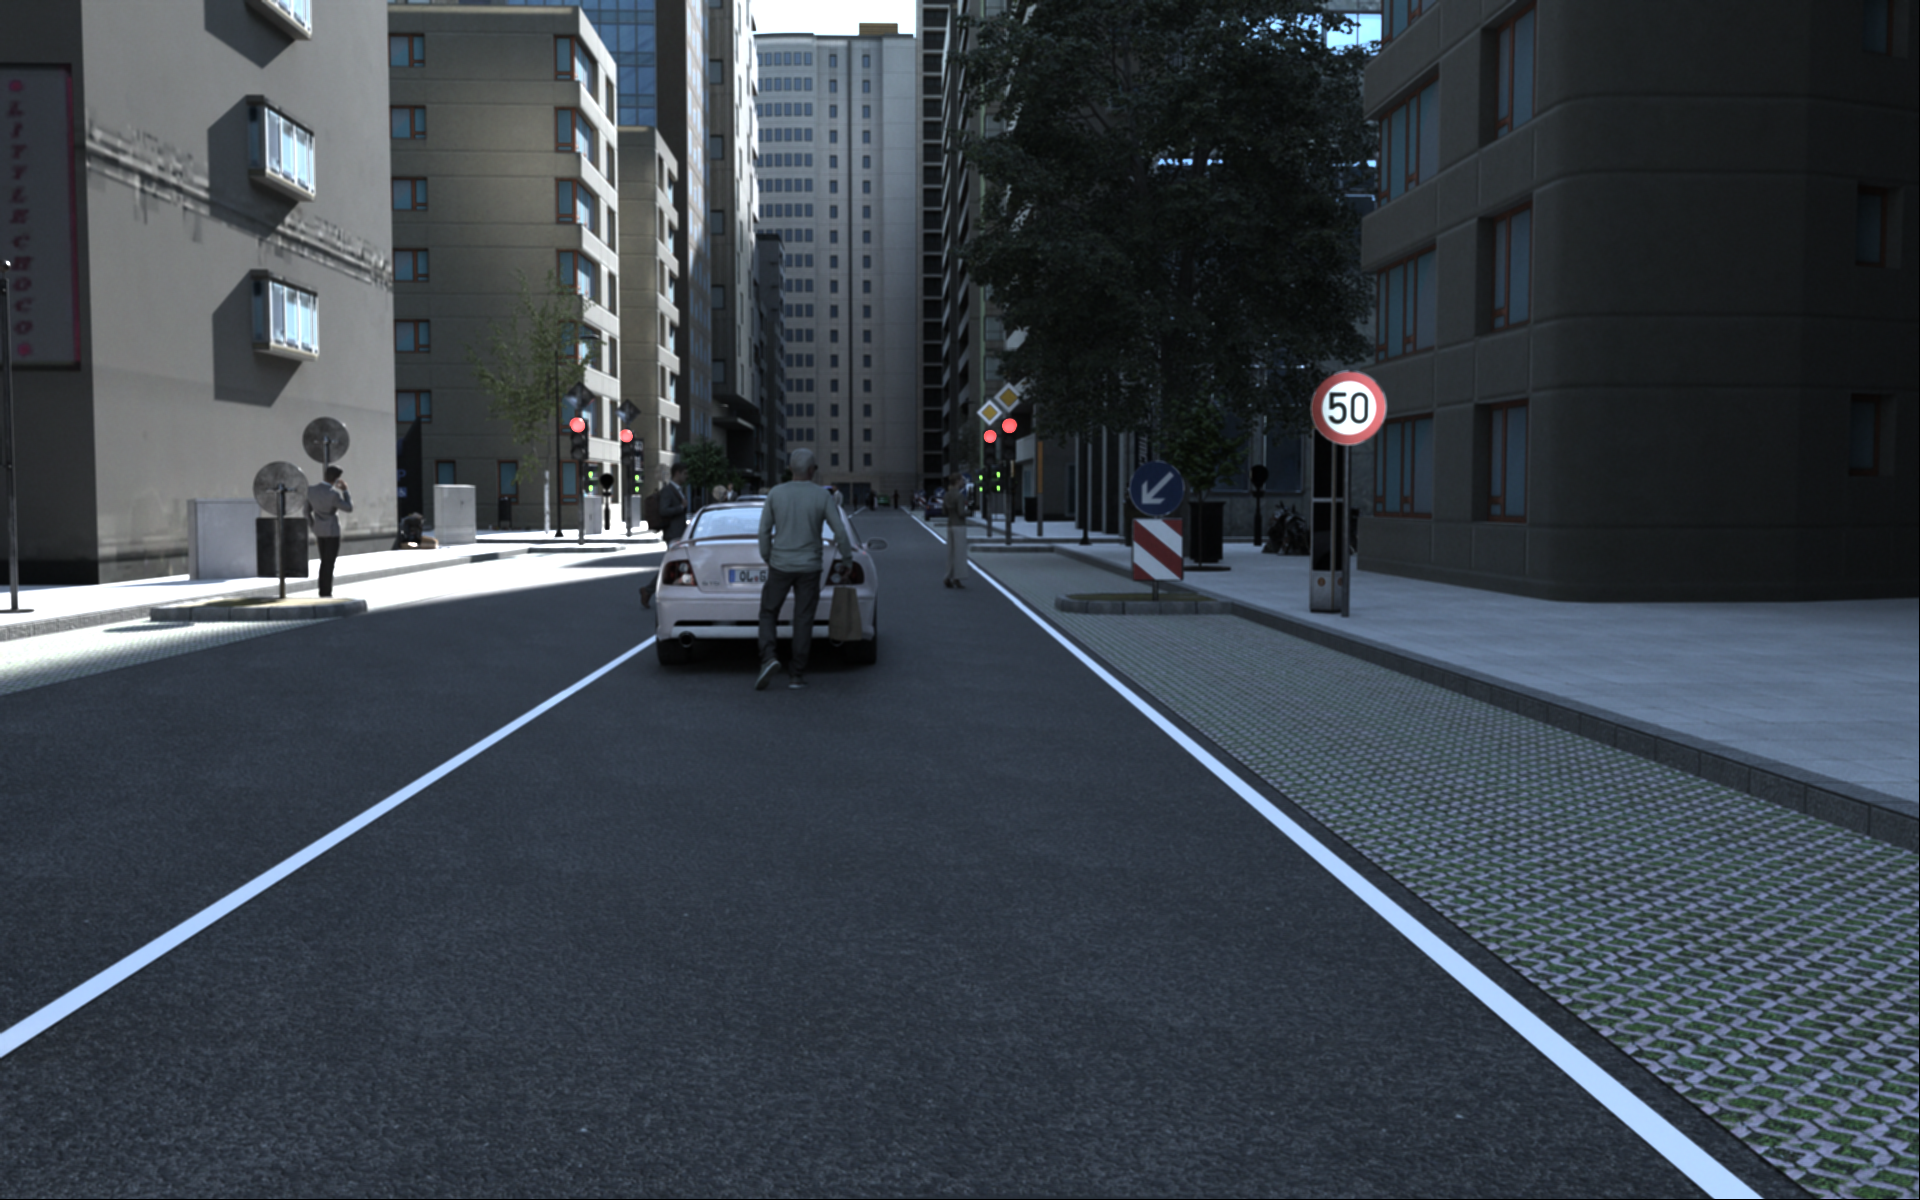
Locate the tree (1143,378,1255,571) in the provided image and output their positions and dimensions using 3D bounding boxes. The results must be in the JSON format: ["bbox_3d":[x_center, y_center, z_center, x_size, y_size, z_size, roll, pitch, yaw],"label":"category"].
[{"bbox_3d":[4.170,-2.108,29.062,1.663,3.219,1.824,0,3,0],"label":"tree"}]

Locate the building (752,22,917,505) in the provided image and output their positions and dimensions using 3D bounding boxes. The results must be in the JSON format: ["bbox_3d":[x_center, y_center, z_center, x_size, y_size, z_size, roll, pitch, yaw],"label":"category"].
[{"bbox_3d":[-19.746,-41.467,219.979,28.212,58.520,21.231,0,4,-2],"label":"building"}]

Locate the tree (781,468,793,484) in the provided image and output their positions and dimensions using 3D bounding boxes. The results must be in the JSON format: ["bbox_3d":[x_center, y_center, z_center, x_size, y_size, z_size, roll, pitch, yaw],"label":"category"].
[{"bbox_3d":[-17.596,-12.307,184.930,4.285,4.588,4.351,0,3,0],"label":"tree"}]

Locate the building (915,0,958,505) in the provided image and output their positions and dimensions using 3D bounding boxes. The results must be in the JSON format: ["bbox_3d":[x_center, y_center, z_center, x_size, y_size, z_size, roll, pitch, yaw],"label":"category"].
[{"bbox_3d":[4.650,-47.841,220.457,20.611,71.187,20.563,0,4,-2],"label":"building"}]

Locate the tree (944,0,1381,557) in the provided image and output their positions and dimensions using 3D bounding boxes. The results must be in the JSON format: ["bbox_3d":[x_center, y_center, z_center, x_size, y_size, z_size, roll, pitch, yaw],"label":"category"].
[{"bbox_3d":[4.359,-7.861,35.190,9.857,13.997,8.962,0,3,0],"label":"tree"}]

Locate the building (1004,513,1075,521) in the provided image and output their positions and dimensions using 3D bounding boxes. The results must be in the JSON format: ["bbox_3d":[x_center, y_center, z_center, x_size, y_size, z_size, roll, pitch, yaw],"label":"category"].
[{"bbox_3d":[13.698,-28.549,90.484,21.300,48.544,21.600,0,4,-2],"label":"building"}]

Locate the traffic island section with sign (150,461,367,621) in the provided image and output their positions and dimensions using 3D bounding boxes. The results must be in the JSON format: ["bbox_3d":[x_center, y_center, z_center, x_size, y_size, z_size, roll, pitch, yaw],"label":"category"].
[{"bbox_3d":[-8.148,-0.721,20.417,1.989,1.847,2.006,0,4,-2],"label":"traffic island section with sign"}]

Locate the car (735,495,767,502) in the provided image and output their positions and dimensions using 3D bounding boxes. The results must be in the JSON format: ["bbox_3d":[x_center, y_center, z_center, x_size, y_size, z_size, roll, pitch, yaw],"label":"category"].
[{"bbox_3d":[-6.360,-2.594,54.410,2.014,1.417,4.499,0,4,-3],"label":"car"}]

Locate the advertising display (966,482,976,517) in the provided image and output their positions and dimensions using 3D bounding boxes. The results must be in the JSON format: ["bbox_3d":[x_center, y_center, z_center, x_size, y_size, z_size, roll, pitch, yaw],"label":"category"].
[{"bbox_3d":[0.595,-5.569,96.264,0.123,1.923,0.974,-2,4,-28],"label":"advertising display"}]

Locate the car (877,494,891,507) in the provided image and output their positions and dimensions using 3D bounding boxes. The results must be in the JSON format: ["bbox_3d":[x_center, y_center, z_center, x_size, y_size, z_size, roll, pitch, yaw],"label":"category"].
[{"bbox_3d":[-8.857,-11.501,196.841,1.959,1.807,4.718,0,4,-2],"label":"car"}]

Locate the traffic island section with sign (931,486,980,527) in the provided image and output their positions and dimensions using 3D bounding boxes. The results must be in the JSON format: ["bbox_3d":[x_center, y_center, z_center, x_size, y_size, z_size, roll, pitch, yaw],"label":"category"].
[{"bbox_3d":[-0.141,-4.127,76.111,1.989,1.847,2.006,0,4,-2],"label":"traffic island section with sign"}]

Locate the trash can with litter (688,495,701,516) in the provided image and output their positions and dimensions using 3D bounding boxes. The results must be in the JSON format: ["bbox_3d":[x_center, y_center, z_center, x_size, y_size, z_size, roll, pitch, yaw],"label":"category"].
[{"bbox_3d":[-15.595,-5.469,100.483,2.233,1.210,1.678,0,4,-1],"label":"trash can with litter"}]

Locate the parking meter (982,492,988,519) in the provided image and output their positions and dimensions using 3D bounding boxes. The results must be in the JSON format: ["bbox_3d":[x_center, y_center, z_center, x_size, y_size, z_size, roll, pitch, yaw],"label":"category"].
[{"bbox_3d":[1.323,-4.983,89.875,0.372,1.533,0.369,0,3,0],"label":"parking meter"}]

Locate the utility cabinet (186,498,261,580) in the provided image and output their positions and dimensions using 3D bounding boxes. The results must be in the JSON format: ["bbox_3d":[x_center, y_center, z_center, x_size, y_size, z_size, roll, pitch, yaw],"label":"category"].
[{"bbox_3d":[-11.150,-0.924,26.266,0.306,1.237,1.020,3,5,41],"label":"utility cabinet"}]

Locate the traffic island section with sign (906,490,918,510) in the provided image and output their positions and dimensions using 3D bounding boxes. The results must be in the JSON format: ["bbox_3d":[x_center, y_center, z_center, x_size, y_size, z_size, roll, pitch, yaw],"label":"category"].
[{"bbox_3d":[-4.613,-10.503,180.356,1.989,1.847,2.006,0,4,-2],"label":"traffic island section with sign"}]

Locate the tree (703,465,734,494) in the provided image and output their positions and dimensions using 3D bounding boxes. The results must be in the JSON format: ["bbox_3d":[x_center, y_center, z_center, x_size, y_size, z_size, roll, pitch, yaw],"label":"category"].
[{"bbox_3d":[-14.649,-6.681,103.827,1.663,3.219,1.824,0,3,0],"label":"tree"}]

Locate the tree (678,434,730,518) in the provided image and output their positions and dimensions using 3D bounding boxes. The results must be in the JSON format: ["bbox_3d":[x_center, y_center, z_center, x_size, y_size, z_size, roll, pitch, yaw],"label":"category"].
[{"bbox_3d":[-13.980,-6.737,93.861,4.285,4.588,4.351,0,3,0],"label":"tree"}]

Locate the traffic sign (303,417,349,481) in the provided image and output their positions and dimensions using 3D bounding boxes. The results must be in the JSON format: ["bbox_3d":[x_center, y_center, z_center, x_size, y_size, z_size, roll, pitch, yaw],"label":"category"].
[{"bbox_3d":[-10.503,-1.749,28.704,0.768,2.556,0.104,0,4,-1],"label":"traffic sign"}]

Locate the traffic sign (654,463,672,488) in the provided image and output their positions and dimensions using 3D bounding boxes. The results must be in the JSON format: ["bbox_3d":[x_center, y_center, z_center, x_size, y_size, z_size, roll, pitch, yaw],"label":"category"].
[{"bbox_3d":[-12.367,-4.404,72.109,0.768,2.556,0.104,0,4,-1],"label":"traffic sign"}]

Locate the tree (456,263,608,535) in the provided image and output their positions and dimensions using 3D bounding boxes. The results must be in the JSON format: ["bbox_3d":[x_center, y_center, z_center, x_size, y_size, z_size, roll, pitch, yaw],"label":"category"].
[{"bbox_3d":[-13.298,-6.372,54.543,4.737,8.622,4.395,0,3,0],"label":"tree"}]

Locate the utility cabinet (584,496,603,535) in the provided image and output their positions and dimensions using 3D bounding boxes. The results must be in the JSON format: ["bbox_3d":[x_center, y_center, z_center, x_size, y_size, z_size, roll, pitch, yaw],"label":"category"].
[{"bbox_3d":[-11.620,-2.672,54.844,0.306,1.237,1.020,-2,4,-29],"label":"utility cabinet"}]

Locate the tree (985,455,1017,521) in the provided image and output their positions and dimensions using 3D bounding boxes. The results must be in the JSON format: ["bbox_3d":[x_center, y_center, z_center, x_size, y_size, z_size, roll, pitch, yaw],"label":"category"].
[{"bbox_3d":[1.631,-5.420,83.224,1.663,3.219,1.824,0,3,0],"label":"tree"}]

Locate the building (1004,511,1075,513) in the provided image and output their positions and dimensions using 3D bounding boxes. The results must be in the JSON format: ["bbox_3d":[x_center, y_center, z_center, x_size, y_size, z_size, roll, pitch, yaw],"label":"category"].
[{"bbox_3d":[10.897,-31.891,145.125,21.300,48.544,21.600,0,4,-2],"label":"building"}]

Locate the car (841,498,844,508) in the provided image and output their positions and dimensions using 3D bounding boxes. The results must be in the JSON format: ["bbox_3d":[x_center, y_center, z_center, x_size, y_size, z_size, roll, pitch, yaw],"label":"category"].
[{"bbox_3d":[-11.242,-8.865,153.734,1.959,1.807,4.718,0,4,-4],"label":"car"}]

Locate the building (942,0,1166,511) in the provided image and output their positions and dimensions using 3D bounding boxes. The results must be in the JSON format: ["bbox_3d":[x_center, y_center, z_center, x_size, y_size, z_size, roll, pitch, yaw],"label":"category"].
[{"bbox_3d":[9.273,-33.207,166.635,21.300,48.544,21.600,0,4,-2],"label":"building"}]

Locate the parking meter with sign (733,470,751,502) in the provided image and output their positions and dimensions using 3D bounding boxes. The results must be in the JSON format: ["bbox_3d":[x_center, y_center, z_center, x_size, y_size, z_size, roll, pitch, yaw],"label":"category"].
[{"bbox_3d":[-15.404,-7.848,124.574,1.738,3.016,0.543,0,4,2],"label":"parking meter with sign"}]

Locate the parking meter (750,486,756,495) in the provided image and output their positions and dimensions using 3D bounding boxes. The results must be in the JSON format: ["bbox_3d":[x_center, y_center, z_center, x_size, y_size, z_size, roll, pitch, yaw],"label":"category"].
[{"bbox_3d":[-14.595,-7.113,122.004,0.399,1.863,0.255,2,4,26],"label":"parking meter"}]

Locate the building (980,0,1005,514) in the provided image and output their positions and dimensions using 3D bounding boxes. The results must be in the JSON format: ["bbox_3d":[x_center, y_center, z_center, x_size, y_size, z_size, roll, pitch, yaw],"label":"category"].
[{"bbox_3d":[8.283,-26.465,116.294,14.154,41.232,14.086,0,4,-2],"label":"building"}]

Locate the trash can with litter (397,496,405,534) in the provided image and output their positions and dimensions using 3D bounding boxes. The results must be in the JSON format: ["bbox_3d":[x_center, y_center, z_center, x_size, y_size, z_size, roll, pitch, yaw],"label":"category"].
[{"bbox_3d":[-18.283,-2.747,55.978,1.678,1.210,2.233,-1,4,-20],"label":"trash can with litter"}]

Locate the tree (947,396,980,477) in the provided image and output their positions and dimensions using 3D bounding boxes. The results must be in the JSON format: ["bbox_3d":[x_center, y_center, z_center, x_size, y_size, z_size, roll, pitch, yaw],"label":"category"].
[{"bbox_3d":[0.765,-10.986,129.979,4.360,8.622,3.978,0,3,0],"label":"tree"}]

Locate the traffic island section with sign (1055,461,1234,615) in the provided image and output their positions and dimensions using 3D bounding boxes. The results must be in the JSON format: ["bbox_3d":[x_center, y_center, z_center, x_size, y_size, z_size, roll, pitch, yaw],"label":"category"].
[{"bbox_3d":[2.202,-0.778,21.350,1.989,1.847,2.006,0,4,-2],"label":"traffic island section with sign"}]

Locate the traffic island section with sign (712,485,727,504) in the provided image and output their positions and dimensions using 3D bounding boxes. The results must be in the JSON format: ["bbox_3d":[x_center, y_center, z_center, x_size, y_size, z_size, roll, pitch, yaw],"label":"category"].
[{"bbox_3d":[-10.546,-4.140,76.324,1.989,1.847,2.006,0,4,-2],"label":"traffic island section with sign"}]

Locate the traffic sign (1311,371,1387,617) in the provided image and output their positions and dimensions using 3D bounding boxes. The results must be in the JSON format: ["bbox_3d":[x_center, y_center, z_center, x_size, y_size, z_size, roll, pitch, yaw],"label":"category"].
[{"bbox_3d":[4.019,-1.093,17.984,0.768,2.556,0.104,0,4,7],"label":"traffic sign"}]

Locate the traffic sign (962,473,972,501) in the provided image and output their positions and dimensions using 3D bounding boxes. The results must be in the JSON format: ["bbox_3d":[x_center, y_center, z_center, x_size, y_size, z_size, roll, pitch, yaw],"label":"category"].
[{"bbox_3d":[0.339,-6.357,104.034,0.768,2.556,0.104,0,4,-2],"label":"traffic sign"}]

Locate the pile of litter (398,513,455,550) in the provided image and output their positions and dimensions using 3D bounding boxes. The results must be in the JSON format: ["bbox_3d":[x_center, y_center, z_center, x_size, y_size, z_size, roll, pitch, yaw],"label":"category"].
[{"bbox_3d":[-12.565,-1.591,39.985,1.719,0.858,1.176,0,4,-5],"label":"pile of litter"}]

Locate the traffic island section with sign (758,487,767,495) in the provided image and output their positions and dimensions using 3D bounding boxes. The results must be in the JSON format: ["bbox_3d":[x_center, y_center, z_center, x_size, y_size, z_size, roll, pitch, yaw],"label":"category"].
[{"bbox_3d":[-11.716,-5.819,103.771,1.989,1.847,2.006,0,4,-2],"label":"traffic island section with sign"}]

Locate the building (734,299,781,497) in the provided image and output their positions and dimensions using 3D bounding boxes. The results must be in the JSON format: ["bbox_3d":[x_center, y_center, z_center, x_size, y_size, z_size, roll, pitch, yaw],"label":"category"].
[{"bbox_3d":[-32.089,-19.710,167.301,27.650,21.520,28.899,0,4,-2],"label":"building"}]

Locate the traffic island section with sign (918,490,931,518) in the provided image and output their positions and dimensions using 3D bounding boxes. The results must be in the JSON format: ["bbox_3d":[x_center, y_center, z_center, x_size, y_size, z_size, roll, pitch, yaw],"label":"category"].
[{"bbox_3d":[-1.307,-5.775,103.041,1.989,1.847,2.006,0,4,-2],"label":"traffic island section with sign"}]

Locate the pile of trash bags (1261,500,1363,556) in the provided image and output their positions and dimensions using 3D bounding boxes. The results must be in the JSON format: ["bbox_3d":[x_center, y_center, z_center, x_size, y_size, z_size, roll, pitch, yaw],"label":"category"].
[{"bbox_3d":[7.538,-1.627,36.349,1.912,1.369,3.447,0,4,-1],"label":"pile of trash bags"}]

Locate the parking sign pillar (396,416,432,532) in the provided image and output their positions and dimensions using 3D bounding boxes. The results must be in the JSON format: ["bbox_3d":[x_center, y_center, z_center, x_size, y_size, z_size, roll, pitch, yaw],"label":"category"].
[{"bbox_3d":[-18.940,-4.346,59.529,1.447,3.967,1.447,0,4,5],"label":"parking sign pillar"}]

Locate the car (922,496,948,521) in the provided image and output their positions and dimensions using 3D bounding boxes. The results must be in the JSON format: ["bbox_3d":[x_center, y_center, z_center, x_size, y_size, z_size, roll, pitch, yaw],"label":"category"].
[{"bbox_3d":[-1.034,-4.895,92.616,1.945,1.354,3.894,0,4,-2],"label":"car"}]

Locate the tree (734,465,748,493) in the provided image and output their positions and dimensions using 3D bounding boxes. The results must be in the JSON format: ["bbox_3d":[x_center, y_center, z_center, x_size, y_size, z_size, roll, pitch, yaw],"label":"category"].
[{"bbox_3d":[-14.915,-7.297,113.899,1.663,3.219,1.824,0,3,0],"label":"tree"}]

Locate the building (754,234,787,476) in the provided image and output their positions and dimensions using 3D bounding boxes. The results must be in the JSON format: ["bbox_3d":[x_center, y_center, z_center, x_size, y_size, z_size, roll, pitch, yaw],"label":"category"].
[{"bbox_3d":[-26.538,-25.786,193.297,14.107,30.474,14.160,0,4,-2],"label":"building"}]

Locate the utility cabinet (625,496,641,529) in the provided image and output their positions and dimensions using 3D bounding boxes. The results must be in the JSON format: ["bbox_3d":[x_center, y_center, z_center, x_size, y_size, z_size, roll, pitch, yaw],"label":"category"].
[{"bbox_3d":[-12.190,-3.263,64.506,0.306,1.237,1.020,0,4,8],"label":"utility cabinet"}]

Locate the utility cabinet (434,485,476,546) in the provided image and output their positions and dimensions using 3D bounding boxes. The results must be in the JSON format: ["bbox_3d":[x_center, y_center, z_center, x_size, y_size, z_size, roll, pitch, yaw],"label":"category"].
[{"bbox_3d":[-12.480,-2.090,42.850,0.318,1.500,1.173,2,4,25],"label":"utility cabinet"}]

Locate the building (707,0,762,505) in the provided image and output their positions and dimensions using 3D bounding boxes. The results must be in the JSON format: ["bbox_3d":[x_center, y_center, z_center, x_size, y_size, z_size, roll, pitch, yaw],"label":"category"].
[{"bbox_3d":[-30.315,-33.579,138.254,28.713,52.752,27.495,0,4,-2],"label":"building"}]

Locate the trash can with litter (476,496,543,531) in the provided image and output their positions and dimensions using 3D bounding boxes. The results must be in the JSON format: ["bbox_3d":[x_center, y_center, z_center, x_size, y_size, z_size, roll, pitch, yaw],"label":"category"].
[{"bbox_3d":[-15.715,-3.038,60.734,2.233,1.210,1.678,2,4,24],"label":"trash can with litter"}]

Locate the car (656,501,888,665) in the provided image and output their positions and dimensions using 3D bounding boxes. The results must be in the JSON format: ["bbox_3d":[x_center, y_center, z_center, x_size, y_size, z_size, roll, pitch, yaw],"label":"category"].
[{"bbox_3d":[-1.698,-0.220,15.961,2.083,1.381,4.827,0,4,-3],"label":"car"}]
